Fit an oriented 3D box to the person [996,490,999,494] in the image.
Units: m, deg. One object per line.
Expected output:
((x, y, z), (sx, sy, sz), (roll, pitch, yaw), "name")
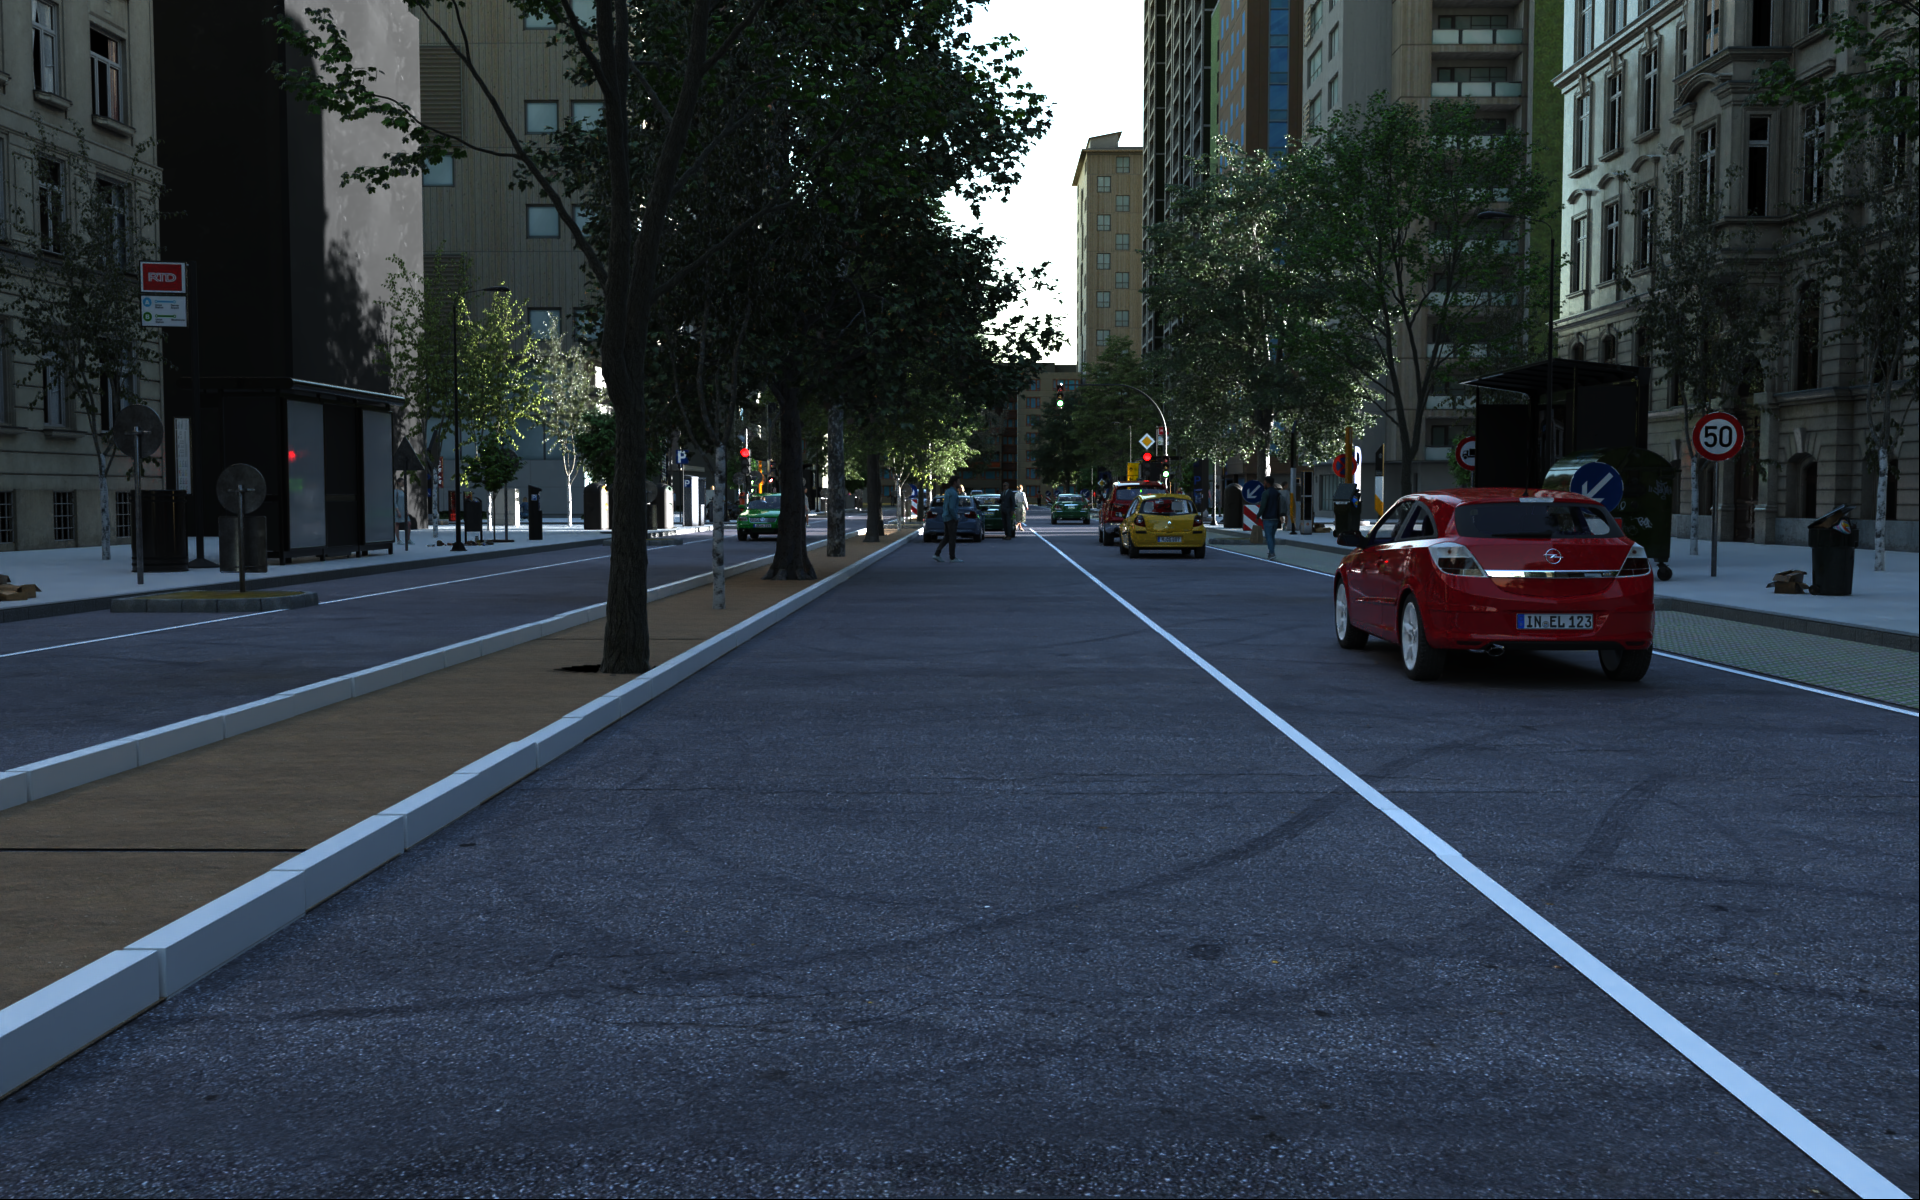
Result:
((3.664, -9.690, 166.865), (0.705, 1.831, 1.348), (-2, 4, -35), "person")

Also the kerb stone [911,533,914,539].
((-1.583, -1.920, 53.591), (0.120, 0.150, 1.000), (0, 4, 1), "kerb stone")

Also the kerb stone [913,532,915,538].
((-1.564, -1.983, 54.612), (0.120, 0.150, 1.000), (0, 4, 1), "kerb stone")

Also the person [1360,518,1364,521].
((18.415, -4.542, 80.702), (0.834, 1.777, 0.661), (2, 4, 25), "person")

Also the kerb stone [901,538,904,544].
((-1.683, -1.541, 47.438), (0.120, 0.150, 1.000), (0, 4, 1), "kerb stone")

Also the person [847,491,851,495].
((-14.797, -13.604, 229.157), (0.721, 1.739, 1.217), (-3, 4, -39), "person")

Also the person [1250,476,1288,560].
((6.664, -1.772, 37.465), (0.794, 1.824, 0.713), (-1, 4, -15), "person")

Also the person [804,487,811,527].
((-6.813, -4.064, 75.690), (0.466, 1.731, 0.760), (2, 4, 34), "person")

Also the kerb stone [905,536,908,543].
((-1.647, -1.669, 49.491), (0.120, 0.150, 1.000), (0, 4, 1), "kerb stone")

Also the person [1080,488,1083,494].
((12.146, -10.069, 170.534), (0.599, 1.838, 0.709), (-1, 4, -9), "person")

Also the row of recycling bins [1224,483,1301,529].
((11.459, -3.544, 65.052), (3.534, 1.692, 1.069), (3, 5, 40), "row of recycling bins")

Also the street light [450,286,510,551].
((-10.758, -4.055, 38.839), (1.470, 5.913, 1.316), (0, 4, 1), "street light")

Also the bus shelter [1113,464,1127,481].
((12.895, -8.691, 133.373), (1.731, 3.624, 6.357), (0, 4, 1), "bus shelter")

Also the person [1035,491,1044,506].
((9.287, -11.820, 201.770), (1.348, 1.823, 0.705), (3, 5, 39), "person")

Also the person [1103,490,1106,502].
((11.576, -8.003, 138.705), (0.330, 1.601, 0.589), (2, 4, 32), "person")

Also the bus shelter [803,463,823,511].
((-11.699, -8.711, 133.705), (1.731, 3.624, 6.357), (0, 4, 1), "bus shelter")

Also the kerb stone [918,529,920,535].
((-1.510, -2.233, 58.722), (0.120, 0.150, 1.000), (0, 4, 1), "kerb stone")

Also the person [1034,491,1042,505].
((10.392, -13.533, 229.705), (1.348, 1.831, 0.705), (-2, 4, -34), "person")

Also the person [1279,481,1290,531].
((11.252, -3.252, 59.958), (0.466, 1.731, 0.760), (0, 4, 3), "person")

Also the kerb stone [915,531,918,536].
((-1.541, -2.107, 56.667), (0.120, 0.150, 1.000), (0, 4, 1), "kerb stone")

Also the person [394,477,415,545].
((-14.188, -2.256, 43.927), (0.522, 1.701, 0.512), (1, 4, 18), "person")

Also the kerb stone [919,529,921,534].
((-1.503, -2.297, 59.750), (0.120, 0.150, 1.000), (0, 4, 1), "kerb stone")

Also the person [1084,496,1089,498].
((15.621, -12.879, 216.249), (0.705, 1.869, 1.348), (-3, 5, -44), "person")

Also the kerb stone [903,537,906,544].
((-1.667, -1.607, 48.462), (0.120, 0.150, 1.000), (0, 4, 1), "kerb stone")

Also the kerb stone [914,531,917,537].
((-1.557, -2.045, 55.638), (0.120, 0.150, 1.000), (0, 4, 1), "kerb stone")

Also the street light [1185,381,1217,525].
((9.905, -6.028, 71.094), (1.470, 5.913, 1.316), (0, 4, 1), "street light")

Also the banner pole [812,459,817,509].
((-10.353, -8.189, 123.907), (0.401, 3.779, 0.863), (-2, 4, -33), "banner pole")

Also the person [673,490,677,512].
((-20.123, -6.958, 121.613), (0.589, 1.601, 0.330), (-3, 5, -42), "person")

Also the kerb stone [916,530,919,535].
((-1.523, -2.172, 57.700), (0.120, 0.150, 1.000), (0, 4, 1), "kerb stone")

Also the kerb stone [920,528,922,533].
((-1.483, -2.356, 60.778), (0.120, 0.150, 1.000), (0, 4, 1), "kerb stone")

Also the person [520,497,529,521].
((-21.177, -4.412, 83.677), (0.738, 1.151, 1.012), (3, 4, 37), "person")

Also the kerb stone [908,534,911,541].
((-1.610, -1.795, 51.543), (0.120, 0.150, 1.000), (0, 4, 1), "kerb stone")

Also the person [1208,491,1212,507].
((17.054, -6.917, 119.150), (0.555, 1.821, 0.388), (1, 4, 21), "person")

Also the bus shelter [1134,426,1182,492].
((11.271, -7.467, 99.719), (2.179, 5.291, 8.768), (0, 4, 1), "bus shelter")

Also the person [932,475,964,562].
((-0.255, -1.707, 36.427), (0.620, 1.820, 0.660), (-1, 4, -22), "person")

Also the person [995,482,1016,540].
((1.413, -2.797, 54.408), (0.661, 1.801, 0.590), (3, 5, 40), "person")

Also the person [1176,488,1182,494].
((14.907, -6.839, 117.837), (0.573, 1.828, 0.580), (-1, 4, -21), "person")

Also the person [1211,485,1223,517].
((14.340, -5.534, 96.790), (0.678, 1.792, 0.850), (3, 5, 44), "person")

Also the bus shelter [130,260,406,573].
((-12.950, -3.356, 32.502), (2.179, 5.291, 8.768), (0, 4, 1), "bus shelter")

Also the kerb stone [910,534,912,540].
((-1.609, -1.854, 52.565), (0.120, 0.150, 1.000), (0, 4, 1), "kerb stone")

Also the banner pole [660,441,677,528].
((-11.062, -4.611, 65.399), (0.863, 3.779, 0.401), (3, 4, 38), "banner pole")

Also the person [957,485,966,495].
((0.099, -3.565, 66.963), (0.709, 1.800, 0.728), (3, 4, 38), "person")

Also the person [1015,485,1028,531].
((2.304, -3.568, 67.061), (0.641, 1.798, 0.478), (-3, 5, -45), "person")

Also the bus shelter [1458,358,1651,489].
((11.153, -2.550, 32.983), (1.731, 3.624, 6.357), (0, 4, 1), "bus shelter")

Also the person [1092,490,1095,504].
((17.816, -13.745, 230.742), (0.705, 1.831, 1.348), (1, 4, 20), "person")

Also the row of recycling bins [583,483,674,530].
((-12.133, -3.439, 63.338), (3.534, 1.692, 1.069), (-3, 5, -41), "row of recycling bins")

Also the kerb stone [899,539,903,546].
((-1.692, -1.478, 46.414), (0.120, 0.150, 1.000), (0, 4, 1), "kerb stone")

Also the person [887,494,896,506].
((-7.278, -10.802, 185.629), (1.217, 1.766, 0.721), (-1, 4, -21), "person")

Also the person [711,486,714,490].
((-15.222, -6.170, 107.132), (0.699, 1.804, 1.509), (0, 4, 3), "person")

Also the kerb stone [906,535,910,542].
((-1.625, -1.724, 50.513), (0.120, 0.150, 1.000), (0, 4, 1), "kerb stone")
